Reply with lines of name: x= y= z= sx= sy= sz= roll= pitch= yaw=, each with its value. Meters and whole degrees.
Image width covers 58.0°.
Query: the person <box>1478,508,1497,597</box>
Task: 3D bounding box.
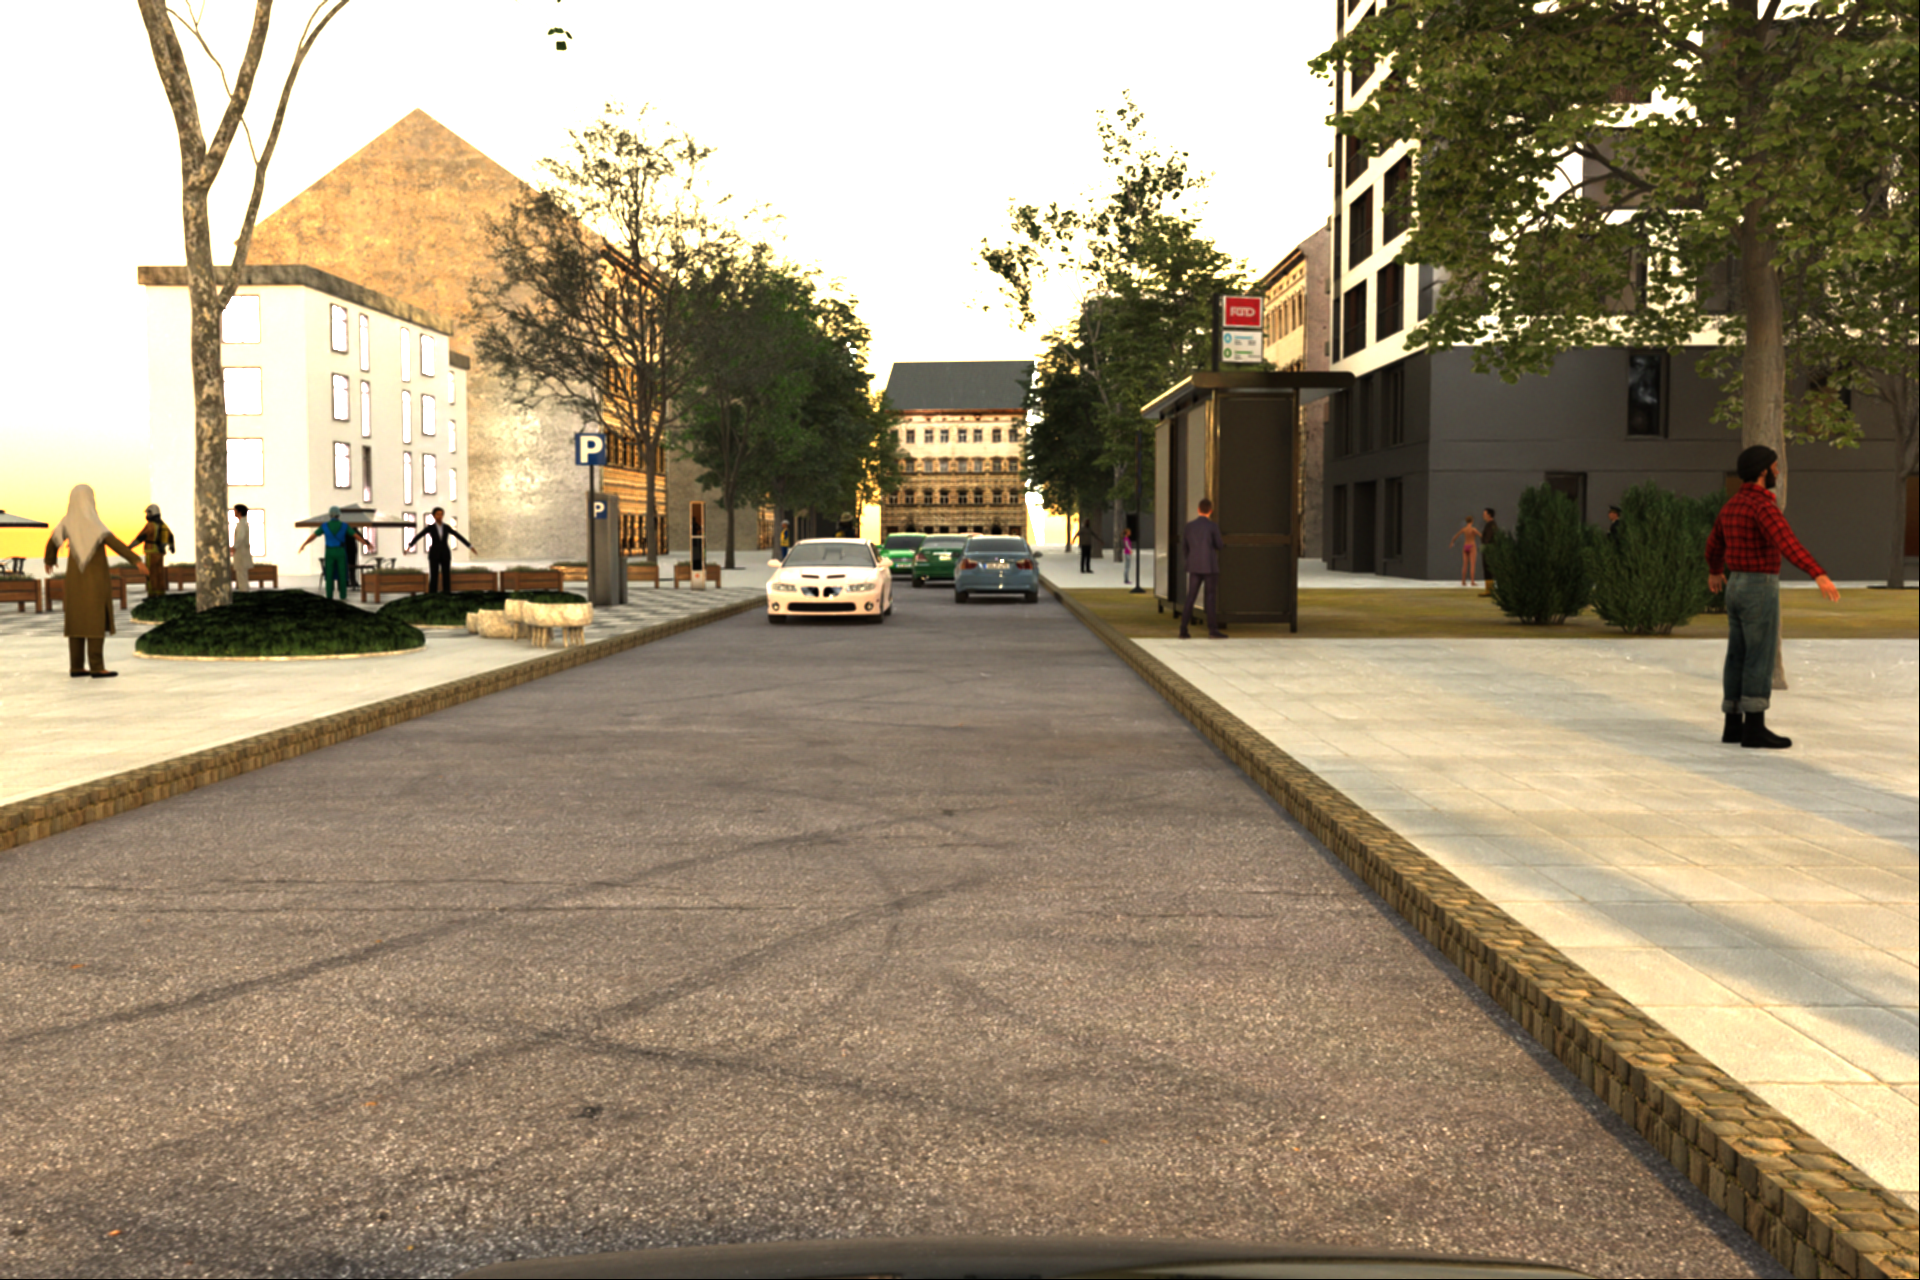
person: x=10.818 y=-1.798 z=35.543 sx=0.704 sy=1.812 sz=1.346 roll=1 pitch=4 yaw=21

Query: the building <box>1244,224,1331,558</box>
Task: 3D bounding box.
building: x=27.443 y=-16.437 z=99.680 sx=19.493 sy=23.208 sz=18.063 roll=0 pitch=4 yaw=1

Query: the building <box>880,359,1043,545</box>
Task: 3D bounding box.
building: x=0.539 y=-23.523 z=217.987 sx=18.063 sy=23.208 sz=19.493 roll=1 pitch=4 yaw=8

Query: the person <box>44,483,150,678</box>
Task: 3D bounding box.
person: x=-7.790 y=-0.539 z=15.587 sx=1.217 sy=1.736 sz=0.721 roll=1 pitch=4 yaw=22

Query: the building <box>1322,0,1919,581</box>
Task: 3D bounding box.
building: x=26.995 y=-13.395 z=62.977 sx=27.936 sy=21.610 sz=32.646 roll=0 pitch=4 yaw=1

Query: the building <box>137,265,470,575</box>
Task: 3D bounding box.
building: x=-24.440 y=-7.716 z=68.299 sx=9.099 sy=9.664 sz=28.070 roll=0 pitch=4 yaw=2

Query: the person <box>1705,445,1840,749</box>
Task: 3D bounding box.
person: x=4.840 y=-0.269 z=10.499 sx=0.704 sy=1.816 sz=1.345 roll=0 pitch=4 yaw=-4

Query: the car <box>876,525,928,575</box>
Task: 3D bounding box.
car: x=-1.649 y=-2.807 z=54.692 sx=1.959 sy=1.807 sz=4.718 roll=0 pitch=4 yaw=1

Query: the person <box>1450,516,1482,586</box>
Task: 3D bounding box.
person: x=12.734 y=-2.224 z=43.160 sx=0.721 sy=1.733 sz=1.217 roll=-3 pitch=5 yaw=-44

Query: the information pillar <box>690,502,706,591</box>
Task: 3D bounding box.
information pillar: x=-5.951 y=-2.133 z=39.372 sx=0.304 sy=2.012 sz=0.304 roll=0 pitch=4 yaw=2

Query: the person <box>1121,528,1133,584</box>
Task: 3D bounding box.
person: x=4.380 y=-2.165 z=44.665 sx=0.599 sy=1.433 sz=0.991 roll=0 pitch=4 yaw=3

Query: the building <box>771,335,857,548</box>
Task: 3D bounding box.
building: x=-25.671 y=-20.344 z=176.593 sx=27.936 sy=21.610 sz=32.646 roll=0 pitch=4 yaw=1

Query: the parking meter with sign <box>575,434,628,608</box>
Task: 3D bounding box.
parking meter with sign: x=-6.351 y=-2.120 z=30.928 sx=0.543 sy=3.016 sz=1.738 roll=0 pitch=4 yaw=3

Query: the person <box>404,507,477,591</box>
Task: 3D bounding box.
person: x=-8.897 y=-1.403 z=29.665 sx=1.216 sy=1.740 sz=0.721 roll=-2 pitch=4 yaw=-28

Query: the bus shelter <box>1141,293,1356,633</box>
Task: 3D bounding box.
bus shelter: x=4.032 y=-2.996 z=26.624 sx=2.179 sy=5.291 sz=8.768 roll=0 pitch=4 yaw=0

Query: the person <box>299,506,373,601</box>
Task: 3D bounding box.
person: x=-12.005 y=-1.662 z=33.304 sx=1.347 sy=1.817 sz=0.704 roll=-1 pitch=4 yaw=-17

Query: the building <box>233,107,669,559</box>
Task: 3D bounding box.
building: x=-27.663 y=-16.377 z=98.693 sx=19.493 sy=23.208 sz=18.063 roll=0 pitch=4 yaw=1

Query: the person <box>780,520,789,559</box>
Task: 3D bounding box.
person: x=-6.166 y=-3.292 z=60.282 sx=0.721 sy=1.772 sz=1.216 roll=-1 pitch=4 yaw=-9

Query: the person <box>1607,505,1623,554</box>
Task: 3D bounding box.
person: x=12.718 y=-1.699 z=33.722 sx=0.705 sy=1.837 sz=1.347 roll=1 pitch=4 yaw=20

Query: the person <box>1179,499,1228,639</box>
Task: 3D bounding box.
person: x=2.983 y=-0.871 z=21.212 sx=0.530 sy=1.710 sz=0.541 roll=-3 pitch=5 yaw=-42

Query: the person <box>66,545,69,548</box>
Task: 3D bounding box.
person: x=-23.905 y=-2.542 z=47.700 sx=0.704 sy=1.843 sz=1.345 roll=2 pitch=4 yaw=33

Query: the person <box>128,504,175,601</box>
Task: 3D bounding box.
person: x=-15.333 y=-1.660 z=32.915 sx=0.705 sy=1.858 sz=1.354 roll=1 pitch=4 yaw=13

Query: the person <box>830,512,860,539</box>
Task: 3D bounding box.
person: x=-2.203 y=-1.569 z=33.889 sx=1.354 sy=1.856 sz=0.705 roll=2 pitch=4 yaw=35

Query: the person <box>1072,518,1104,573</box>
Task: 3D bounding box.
person: x=4.189 y=-3.130 z=57.299 sx=1.348 sy=1.813 sz=0.705 roll=-2 pitch=4 yaw=-35

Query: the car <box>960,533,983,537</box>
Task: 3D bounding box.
car: x=0.496 y=-4.717 z=86.171 sx=2.155 sy=1.783 sz=4.494 roll=0 pitch=4 yaw=1

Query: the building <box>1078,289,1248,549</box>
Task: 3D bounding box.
building: x=24.844 y=-19.379 z=160.821 sx=27.936 sy=21.610 sz=32.646 roll=0 pitch=4 yaw=1

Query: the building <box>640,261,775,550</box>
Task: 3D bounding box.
building: x=-25.171 y=-19.232 z=145.379 sx=19.493 sy=23.208 sz=18.063 roll=0 pitch=3 yaw=0

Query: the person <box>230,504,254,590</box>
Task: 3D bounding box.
person: x=-12.684 y=-1.488 z=30.517 sx=0.705 sy=1.806 sz=1.347 roll=-1 pitch=4 yaw=-16

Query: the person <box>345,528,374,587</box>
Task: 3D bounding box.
person: x=-14.700 y=-2.177 z=41.780 sx=0.705 sy=1.806 sz=1.347 roll=2 pitch=4 yaw=24

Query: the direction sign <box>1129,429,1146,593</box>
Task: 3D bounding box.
direction sign: x=3.880 y=-2.795 z=37.700 sx=0.379 sy=3.537 sz=0.876 roll=0 pitch=4 yaw=-1
